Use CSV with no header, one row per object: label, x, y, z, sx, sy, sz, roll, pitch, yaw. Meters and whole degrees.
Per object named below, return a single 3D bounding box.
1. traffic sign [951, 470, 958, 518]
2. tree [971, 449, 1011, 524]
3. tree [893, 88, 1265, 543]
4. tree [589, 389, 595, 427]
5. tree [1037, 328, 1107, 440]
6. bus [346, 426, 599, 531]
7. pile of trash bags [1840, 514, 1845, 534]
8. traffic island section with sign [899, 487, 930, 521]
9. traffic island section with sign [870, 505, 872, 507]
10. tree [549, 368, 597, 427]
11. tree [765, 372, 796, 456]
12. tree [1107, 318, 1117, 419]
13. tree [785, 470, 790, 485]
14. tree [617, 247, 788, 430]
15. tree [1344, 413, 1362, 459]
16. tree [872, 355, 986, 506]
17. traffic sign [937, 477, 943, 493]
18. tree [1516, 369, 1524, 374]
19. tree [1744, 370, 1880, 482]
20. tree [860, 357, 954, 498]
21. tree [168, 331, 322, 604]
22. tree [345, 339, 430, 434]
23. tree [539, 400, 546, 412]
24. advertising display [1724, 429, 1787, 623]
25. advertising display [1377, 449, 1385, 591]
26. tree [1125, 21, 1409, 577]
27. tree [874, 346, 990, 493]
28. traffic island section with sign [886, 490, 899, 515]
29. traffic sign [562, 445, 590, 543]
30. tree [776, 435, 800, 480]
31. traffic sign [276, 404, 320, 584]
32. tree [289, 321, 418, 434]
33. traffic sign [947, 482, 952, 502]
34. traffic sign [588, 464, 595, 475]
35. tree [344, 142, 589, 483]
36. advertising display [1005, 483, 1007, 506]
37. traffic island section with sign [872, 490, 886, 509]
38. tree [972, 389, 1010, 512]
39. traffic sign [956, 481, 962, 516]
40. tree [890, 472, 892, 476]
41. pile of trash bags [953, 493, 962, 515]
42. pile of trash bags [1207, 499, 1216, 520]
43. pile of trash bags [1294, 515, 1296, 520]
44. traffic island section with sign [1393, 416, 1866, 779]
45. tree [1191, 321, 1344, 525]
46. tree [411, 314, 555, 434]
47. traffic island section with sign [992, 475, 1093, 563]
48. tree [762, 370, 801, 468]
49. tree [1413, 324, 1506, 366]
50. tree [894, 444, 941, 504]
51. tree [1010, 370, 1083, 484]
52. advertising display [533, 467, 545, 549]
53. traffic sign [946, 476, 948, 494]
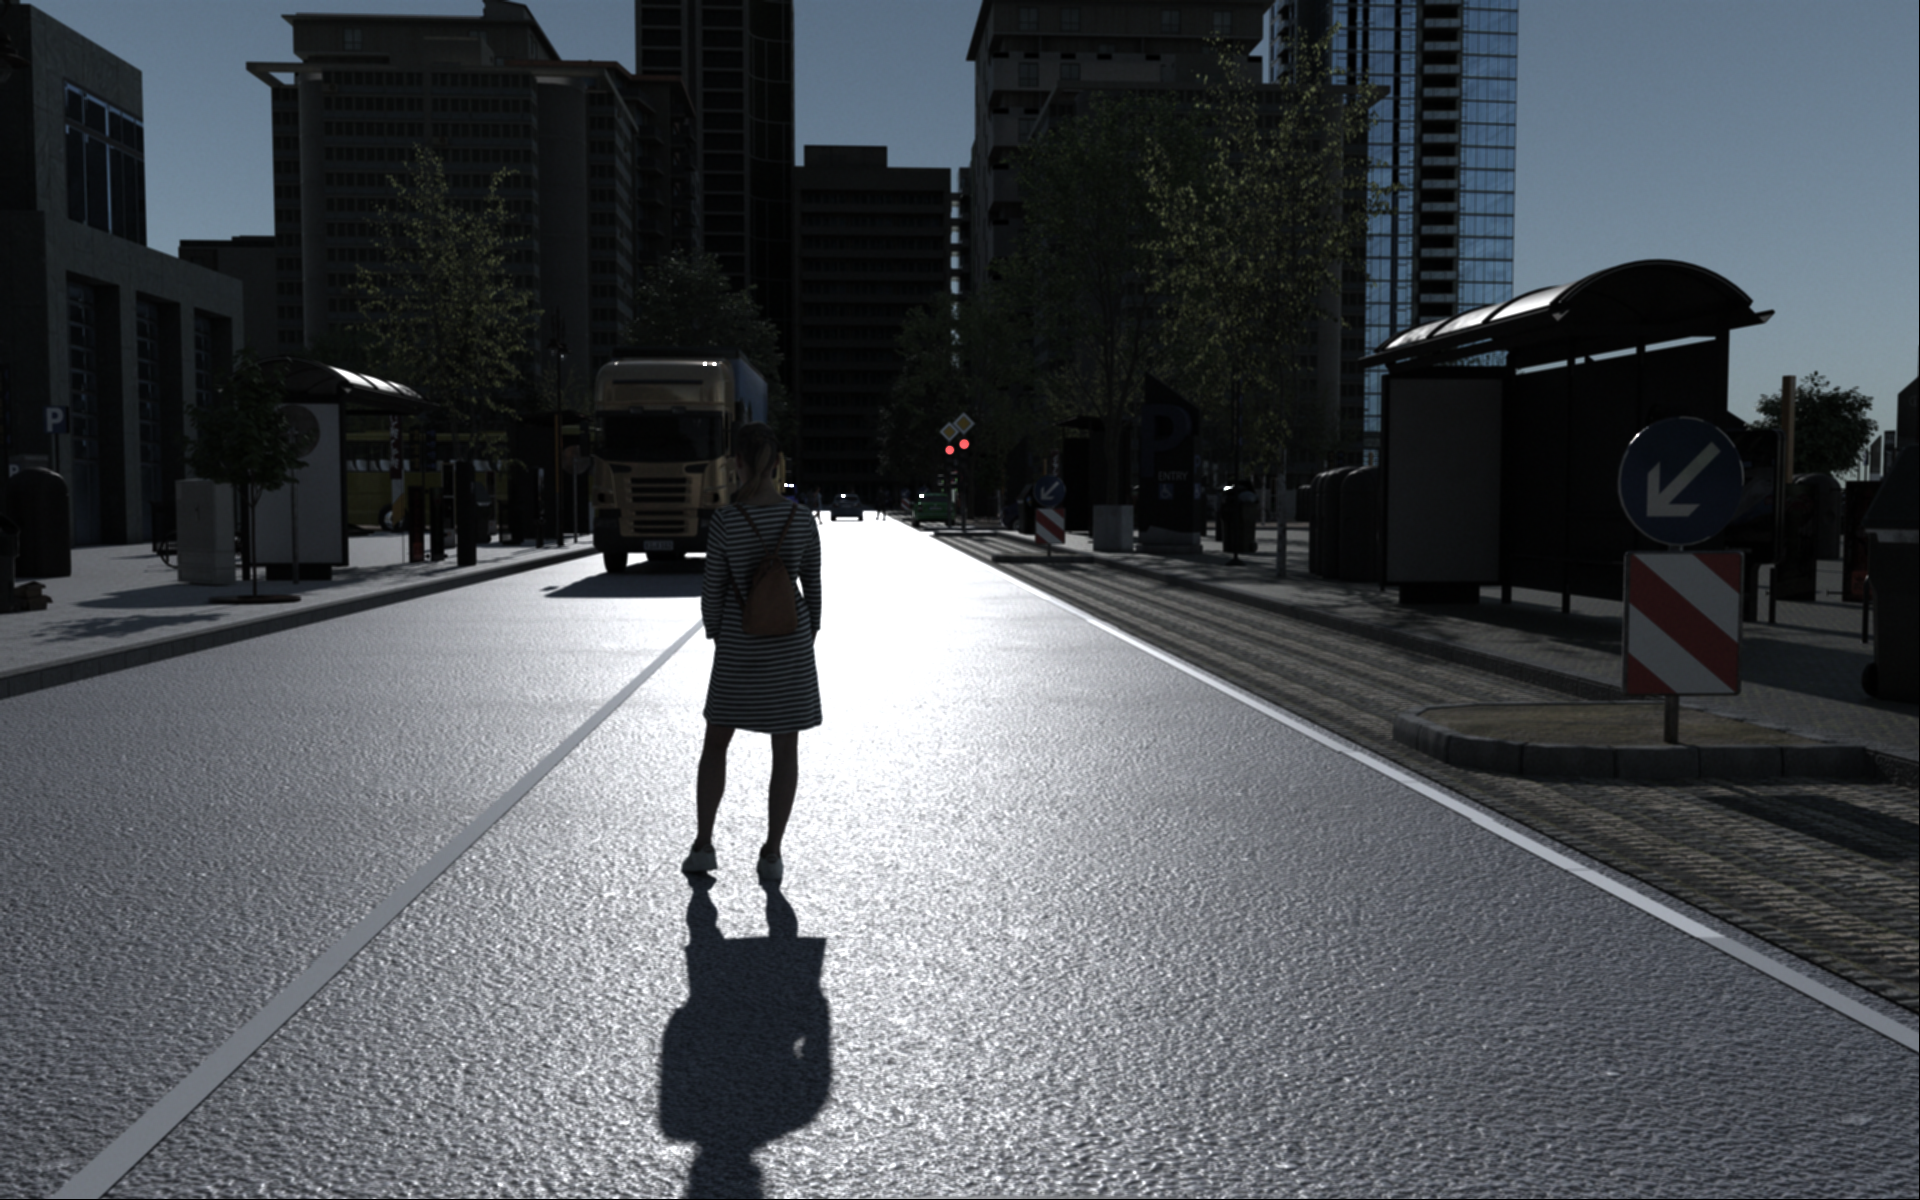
traffic sign,-0.245,-5.706,93.393,0.768,2.556,0.104,0,4,3
tree,1.377,-4.922,75.082,1.663,3.219,1.824,0,3,0
tree,4.011,-7.286,44.881,9.928,11.665,9.643,0,3,0
tree,-21.955,-8.919,96.195,4.360,8.622,3.978,0,3,0
tree,5.645,-7.410,71.509,4.360,8.622,3.978,0,3,0
bus,-17.268,-4.338,62.468,12.252,3.916,2.896,0,4,-5
pile of trash bags,28.905,-2.790,55.369,3.447,1.369,1.912,1,4,14
traffic island section with sign,-2.053,-5.092,91.884,1.989,1.847,2.006,0,4,-4
traffic island section with sign,-9.156,-11.491,196.509,1.989,1.847,2.006,0,4,-4
tree,-21.034,-9.257,101.715,4.737,8.622,4.395,0,3,0
tree,-17.445,-13.222,141.935,9.928,11.665,9.643,0,3,0
tree,7.384,-6.452,55.848,4.360,8.622,3.978,0,3,0
tree,-20.059,-12.483,187.816,4.285,4.588,4.351,0,3,0
tree,-13.075,-11.168,89.259,9.857,13.997,8.962,0,3,0
tree,23.816,-9.956,113.150,4.737,8.622,4.395,0,3,0
tree,-1.717,-10.834,111.553,7.601,10.594,8.767,1,4,19
traffic sign,-1.304,-7.372,120.636,0.768,2.556,0.104,0,4,4
tree,26.296,-8.370,87.218,4.737,8.622,4.395,0,3,0
tree,22.580,-3.813,46.057,4.285,4.588,4.351,0,3,0
tree,-3.898,-14.974,155.199,12.009,13.543,11.850,0,3,0
tree,-8.350,-1.596,20.695,1.663,3.219,1.824,0,3,0
tree,-26.791,-7.971,80.682,4.737,8.622,4.395,0,3,0
tree,-29.780,-10.735,125.878,4.737,8.622,4.395,0,3,0
advertising display,7.947,-0.758,17.602,0.123,1.923,0.974,-1,4,-21
advertising display,5.995,-1.078,22.835,0.974,1.923,0.123,0,4,-4
tree,4.749,-4.666,26.654,4.360,8.622,3.978,0,3,0
tree,-2.111,-13.233,133.374,9.611,12.733,9.660,0,3,0
traffic island section with sign,-3.877,-6.737,118.778,1.989,1.847,2.006,0,4,-4
traffic sign,-10.050,-2.758,45.207,0.768,2.556,0.104,0,4,-1
tree,-20.837,-15.372,201.686,4.360,8.622,3.978,0,3,0
traffic sign,-9.476,-1.500,24.638,0.768,2.556,0.104,0,4,2
tree,-36.440,-10.857,103.270,9.928,11.665,9.643,0,3,0
traffic sign,-0.571,-7.226,118.155,0.884,2.594,0.081,0,4,-1
traffic sign,-10.191,-3.025,49.468,0.884,2.594,0.081,0,4,6
tree,-10.578,-5.260,36.356,4.360,8.622,3.978,0,3,0
advertising display,2.540,-4.700,82.061,0.974,1.923,0.123,3,4,37
traffic island section with sign,-7.319,-9.846,169.616,1.989,1.847,2.006,0,4,-4
tree,2.688,-10.452,121.258,4.737,8.622,4.395,0,3,0
traffic sign,-0.225,-6.300,103.109,0.768,2.556,0.104,0,4,1
tree,-7.817,-16.345,217.610,4.737,8.622,4.395,0,3,0
pile of trash bags,0.346,-6.012,108.053,1.912,1.369,3.447,1,4,10
pile of trash bags,10.805,-4.611,85.148,3.447,1.369,1.912,-1,4,-10
pile of trash bags,18.365,-4.691,86.442,3.447,1.369,1.912,2,4,34
traffic island section with sign,3.525,-0.060,9.614,1.989,1.847,2.006,0,4,-4
tree,12.286,-7.378,70.996,4.737,8.622,4.395,0,3,0
tree,-23.931,-9.384,87.842,7.601,10.594,8.767,0,4,-2
traffic island section with sign,1.693,-1.705,36.507,1.989,1.847,2.006,0,4,-4
tree,-18.227,-14.571,156.368,7.486,12.596,7.792,0,3,0
tree,20.104,-7.497,72.933,4.737,8.622,4.395,0,3,0
tree,-2.861,-11.783,143.012,4.737,8.622,4.395,0,3,0
tree,5.460,-9.340,103.067,4.737,8.622,4.395,0,3,0
advertising display,-9.967,-2.191,41.044,0.123,1.923,0.974,0,4,-6
traffic sign,-0.925,-7.402,121.021,0.884,2.594,0.081,0,4,-1
